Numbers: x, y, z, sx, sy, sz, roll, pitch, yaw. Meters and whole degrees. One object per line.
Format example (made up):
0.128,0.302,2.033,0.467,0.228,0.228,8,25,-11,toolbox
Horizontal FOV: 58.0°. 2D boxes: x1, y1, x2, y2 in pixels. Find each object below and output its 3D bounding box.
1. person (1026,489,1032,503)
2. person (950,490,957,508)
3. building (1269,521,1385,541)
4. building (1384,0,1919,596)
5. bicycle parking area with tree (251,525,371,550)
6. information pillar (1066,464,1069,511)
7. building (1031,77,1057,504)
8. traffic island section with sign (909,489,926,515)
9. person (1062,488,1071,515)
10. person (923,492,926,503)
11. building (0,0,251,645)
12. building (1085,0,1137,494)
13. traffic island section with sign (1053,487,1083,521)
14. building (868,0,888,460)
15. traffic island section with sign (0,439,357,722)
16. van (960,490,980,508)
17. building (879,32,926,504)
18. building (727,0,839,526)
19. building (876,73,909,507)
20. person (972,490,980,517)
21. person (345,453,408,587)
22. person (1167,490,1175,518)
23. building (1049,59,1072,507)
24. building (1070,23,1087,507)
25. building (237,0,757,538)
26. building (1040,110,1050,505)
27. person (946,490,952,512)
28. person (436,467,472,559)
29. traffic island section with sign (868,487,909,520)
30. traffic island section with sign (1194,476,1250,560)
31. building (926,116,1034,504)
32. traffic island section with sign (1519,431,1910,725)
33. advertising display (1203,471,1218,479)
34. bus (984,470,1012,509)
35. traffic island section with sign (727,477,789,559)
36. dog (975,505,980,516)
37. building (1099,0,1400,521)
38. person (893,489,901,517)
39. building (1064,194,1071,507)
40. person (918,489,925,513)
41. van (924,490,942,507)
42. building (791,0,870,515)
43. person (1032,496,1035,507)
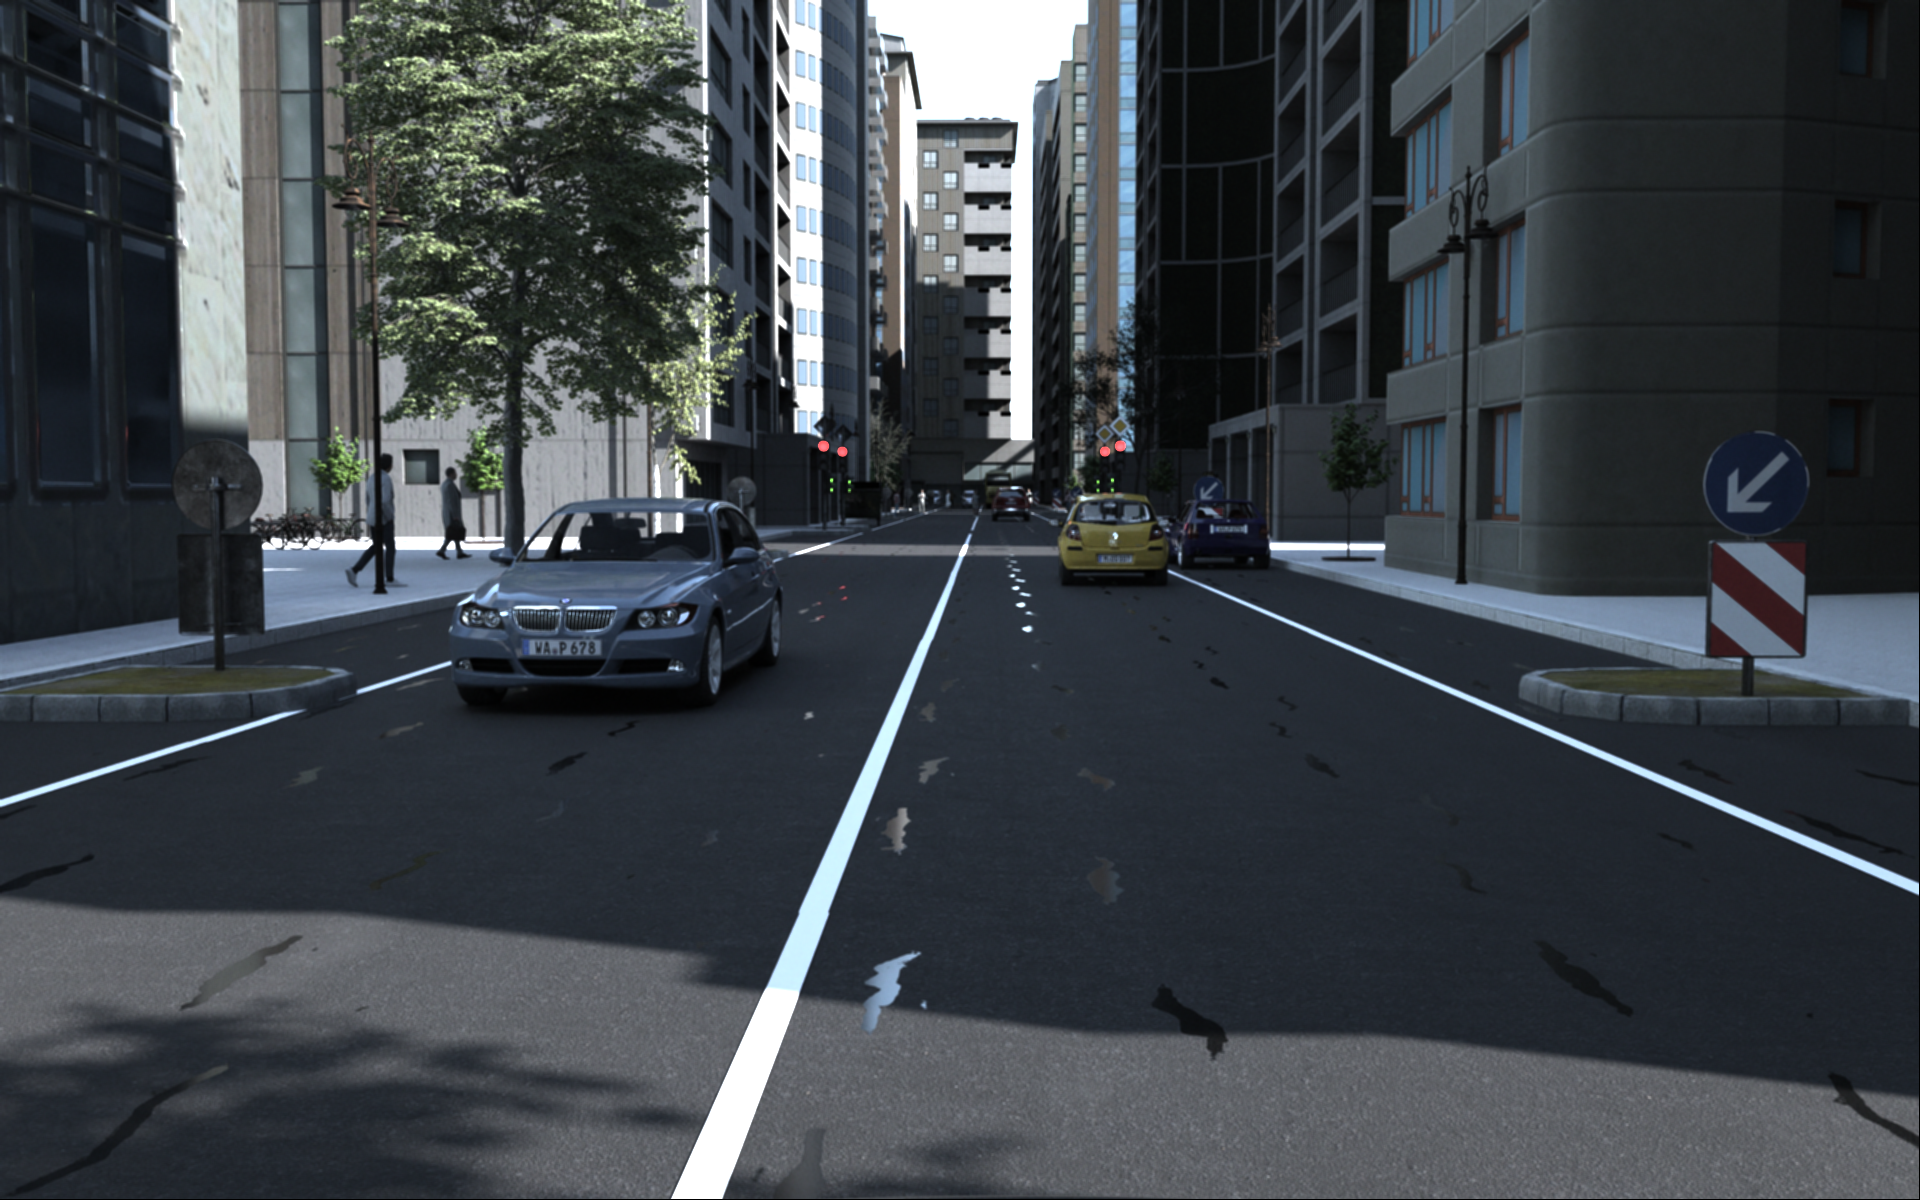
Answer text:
5.027,-7.324,128.339,0.635,1.810,0.391,-1,4,-17,person
-0.888,-10.525,180.672,1.348,1.812,0.705,2,4,30,person
18.895,-37.371,49.274,20.563,71.187,20.611,0,4,1,building
21.110,-10.418,15.371,27.650,21.520,28.899,0,4,1,building
-18.792,-3.412,42.788,9.016,4.147,8.231,0,4,7,bicycle parking area with tree
8.243,-8.636,132.559,0.183,3.616,0.504,0,3,0,information pillar
24.148,-42.545,237.614,28.212,58.520,21.231,0,4,1,building
-3.576,-6.936,122.033,1.989,1.847,2.006,0,4,1,traffic island section with sign
6.125,-5.446,98.130,0.643,1.750,0.593,-3,5,-40,person
-4.814,-13.231,225.760,0.436,1.711,0.756,-2,4,-26,person
-17.465,-42.147,1.780,22.319,86.520,31.000,0,4,1,building
16.951,-29.483,132.159,14.600,45.320,14.200,0,4,1,building
6.208,-5.235,94.220,1.989,1.847,2.006,0,4,1,traffic island section with sign
-18.224,-33.063,160.188,23.786,49.044,30.456,0,4,1,building
-5.299,-0.197,11.853,1.989,1.847,2.006,0,4,1,traffic island section with sign
1.042,-10.693,181.842,2.013,2.044,4.112,0,4,0,van
-18.645,-37.717,205.904,27.495,52.752,28.713,0,4,1,building
-16.142,-39.115,77.779,20.563,71.187,20.611,0,4,1,building
-12.795,-32.564,182.538,14.600,45.320,14.200,0,4,1,building
0.962,-6.029,108.076,0.522,1.701,0.512,1,4,21,person
-8.041,-1.099,23.858,0.795,1.843,0.661,-3,5,-41,person
11.426,-5.378,93.781,0.447,1.846,0.655,0,4,-1,person
20.934,-34.400,186.149,21.300,48.544,21.600,0,4,1,building
16.826,-28.804,154.541,14.154,41.232,14.086,0,4,1,building
-14.146,-17.428,56.655,14.107,30.474,14.160,0,4,1,building
20.644,-35.808,209.165,21.300,48.544,21.600,0,4,1,building
-0.930,-8.149,142.092,0.624,1.780,0.694,-1,4,-13,person
-9.992,-1.714,34.168,0.767,1.812,0.694,-2,4,-30,person
-4.003,-5.282,94.988,1.989,1.847,2.006,0,4,1,traffic island section with sign
5.345,-1.835,38.637,1.989,1.847,2.006,0,4,1,traffic island section with sign
-3.648,-39.908,241.733,27.495,52.752,28.713,0,4,1,building
4.917,-0.187,11.685,1.989,1.847,2.006,0,4,1,traffic island section with sign
7.005,-2.645,48.456,0.123,1.923,0.974,-1,4,-10,advertising display
3.800,-11.126,173.451,2.896,3.916,12.252,0,4,1,bus
-4.886,-1.846,38.805,1.989,1.847,2.006,0,4,1,traffic island section with sign
1.008,-5.793,111.560,0.513,0.831,0.800,3,4,36,dog
19.354,-40.628,102.516,20.563,71.187,20.611,0,4,1,building
-3.757,-5.703,102.580,0.643,1.720,0.563,-2,4,-31,person
17.177,-24.296,168.936,14.160,30.474,14.107,0,4,1,building
-2.893,-7.436,130.259,0.511,1.800,0.466,-1,4,-9,person
-2.843,-10.762,182.977,2.013,2.044,4.112,0,4,1,van
-17.253,-34.773,110.538,21.231,58.520,28.212,0,4,1,building
8.261,-10.900,189.944,0.697,1.427,0.421,3,4,39,person
